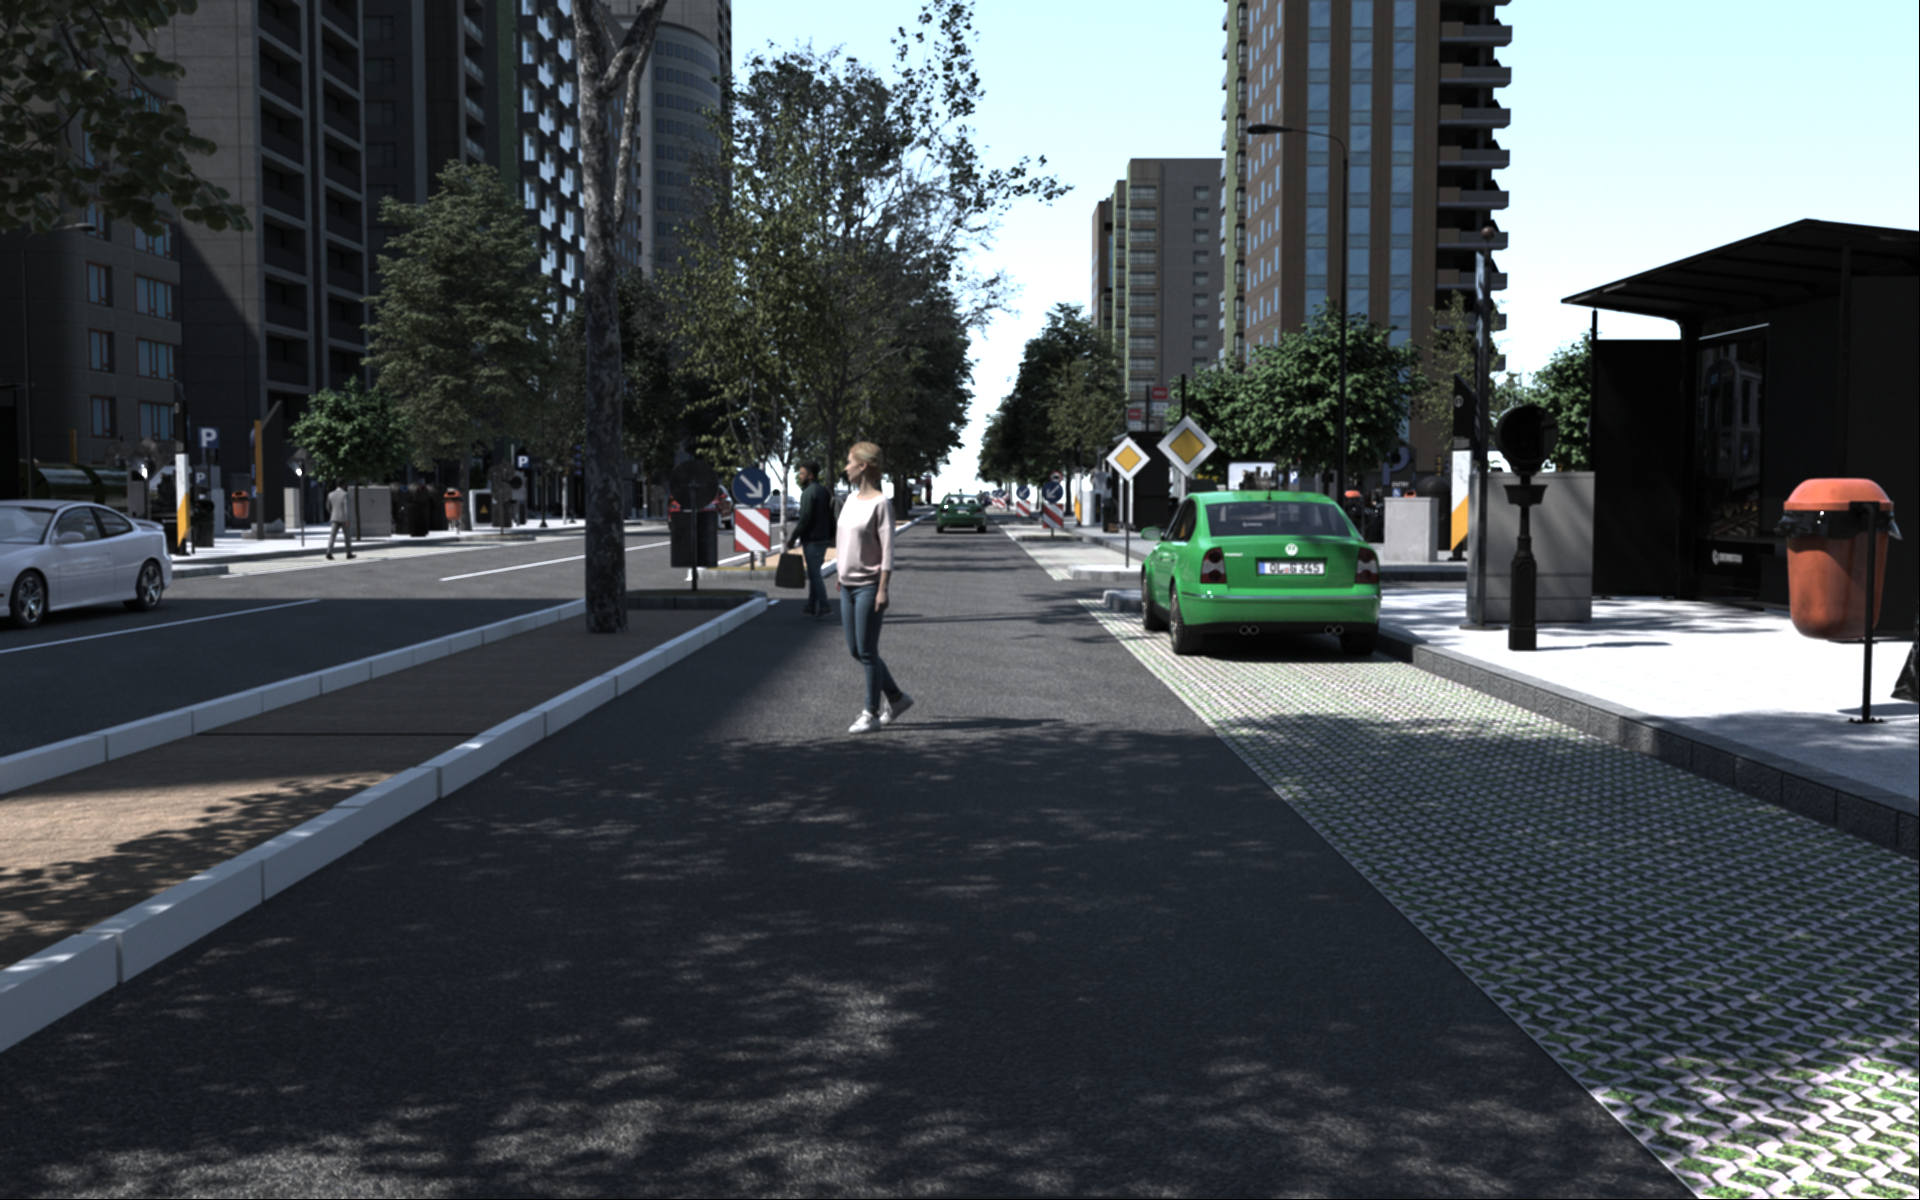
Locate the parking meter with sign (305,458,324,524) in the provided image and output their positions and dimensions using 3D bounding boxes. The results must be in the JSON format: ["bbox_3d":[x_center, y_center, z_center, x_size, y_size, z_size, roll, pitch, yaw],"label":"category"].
[{"bbox_3d":[-27.659,-4.775,74.330,0.543,3.016,1.738,0,4,-4],"label":"parking meter with sign"}]

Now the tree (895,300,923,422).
[{"bbox_3d":[-3.103,-6.219,54.505,4.737,8.622,4.395,0,3,0],"label":"tree"}]

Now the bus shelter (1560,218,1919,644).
[{"bbox_3d":[8.072,-1.627,17.892,1.731,3.624,6.357,0,4,0],"label":"bus shelter"}]

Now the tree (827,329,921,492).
[{"bbox_3d":[-3.601,-7.360,73.161,4.360,8.622,3.978,0,3,0],"label":"tree"}]

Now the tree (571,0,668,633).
[{"bbox_3d":[-2.438,-9.668,16.420,12.611,20.169,13.585,0,3,0],"label":"tree"}]

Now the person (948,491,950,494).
[{"bbox_3d":[-1.233,-11.885,202.752,0.705,1.831,1.348,3,5,44],"label":"person"}]

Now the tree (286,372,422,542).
[{"bbox_3d":[-16.346,-3.860,46.827,4.285,4.588,4.351,0,3,0],"label":"tree"}]

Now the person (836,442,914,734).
[{"bbox_3d":[-0.528,-0.083,10.534,0.598,1.740,0.731,-3,5,-43],"label":"person"}]

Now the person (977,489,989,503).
[{"bbox_3d":[1.633,-8.023,139.765,1.350,1.814,0.705,0,4,-1],"label":"person"}]

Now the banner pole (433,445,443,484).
[{"bbox_3d":[-25.906,-5.880,86.156,0.863,3.779,0.401,2,4,35],"label":"banner pole"}]

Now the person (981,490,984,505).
[{"bbox_3d":[2.176,-10.374,178.104,0.705,1.826,1.348,-2,4,-24],"label":"person"}]

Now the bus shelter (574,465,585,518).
[{"bbox_3d":[-19.449,-6.291,94.148,1.731,3.624,6.357,0,4,0],"label":"bus shelter"}]

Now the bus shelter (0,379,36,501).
[{"bbox_3d":[-20.404,-2.592,33.654,1.731,3.624,6.357,0,3,0],"label":"bus shelter"}]

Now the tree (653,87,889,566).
[{"bbox_3d":[-3.642,-4.807,31.419,4.737,8.622,4.395,0,3,0],"label":"tree"}]

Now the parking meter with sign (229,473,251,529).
[{"bbox_3d":[-26.707,-4.161,64.295,1.738,3.016,0.543,-2,4,-29],"label":"parking meter with sign"}]

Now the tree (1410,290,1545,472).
[{"bbox_3d":[18.178,-6.810,61.699,4.737,8.622,4.395,0,3,0],"label":"tree"}]

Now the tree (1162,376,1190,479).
[{"bbox_3d":[6.091,-3.412,39.499,4.285,4.588,4.351,0,3,0],"label":"tree"}]

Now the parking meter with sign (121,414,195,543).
[{"bbox_3d":[-17.797,-2.546,37.890,1.738,3.016,0.543,0,4,4],"label":"parking meter with sign"}]

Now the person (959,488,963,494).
[{"bbox_3d":[0.020,-5.743,102.735,0.374,1.781,0.599,1,4,15],"label":"person"}]

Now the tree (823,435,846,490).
[{"bbox_3d":[-15.391,-17.477,220.168,8.767,10.594,7.601,2,4,28],"label":"tree"}]

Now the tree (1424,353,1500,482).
[{"bbox_3d":[26.424,-8.653,91.833,4.360,8.622,3.978,0,3,0],"label":"tree"}]

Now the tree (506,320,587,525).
[{"bbox_3d":[-16.879,-7.484,72.726,4.360,8.622,3.978,0,3,0],"label":"tree"}]

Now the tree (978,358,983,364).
[{"bbox_3d":[-3.261,-11.171,91.763,9.857,13.997,8.962,0,3,0],"label":"tree"}]

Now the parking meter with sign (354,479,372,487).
[{"bbox_3d":[-27.257,-5.067,79.100,1.738,3.016,0.543,0,4,0],"label":"parking meter with sign"}]

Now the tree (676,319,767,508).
[{"bbox_3d":[-16.261,-13.204,122.534,9.857,13.997,8.962,0,3,0],"label":"tree"}]

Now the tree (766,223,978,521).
[{"bbox_3d":[-3.812,-10.480,80.459,9.857,13.997,8.962,0,3,0],"label":"tree"}]

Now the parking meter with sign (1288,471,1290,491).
[{"bbox_3d":[8.633,-2.899,43.658,1.738,3.016,0.543,-2,4,-31],"label":"parking meter with sign"}]

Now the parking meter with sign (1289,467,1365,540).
[{"bbox_3d":[9.055,-2.825,42.452,1.738,3.016,0.543,0,4,7],"label":"parking meter with sign"}]

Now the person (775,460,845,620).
[{"bbox_3d":[-1.709,-0.691,19.787,0.713,1.824,0.794,3,5,42],"label":"person"}]

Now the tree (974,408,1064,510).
[{"bbox_3d":[6.315,-14.345,168.949,8.767,10.594,7.601,-1,4,-20],"label":"tree"}]

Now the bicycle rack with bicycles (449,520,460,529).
[{"bbox_3d":[-19.440,-3.089,63.882,2.852,0.926,2.925,0,4,7],"label":"bicycle rack with bicycles"}]

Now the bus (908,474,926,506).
[{"bbox_3d":[-5.757,-13.630,214.403,2.896,3.916,12.252,0,4,1],"label":"bus"}]

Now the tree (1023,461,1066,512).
[{"bbox_3d":[6.262,-8.800,127.590,4.285,4.588,4.351,0,3,0],"label":"tree"}]

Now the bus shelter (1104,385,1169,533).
[{"bbox_3d":[6.644,-5.137,61.619,2.179,5.291,8.768,0,4,0],"label":"bus shelter"}]

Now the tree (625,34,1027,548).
[{"bbox_3d":[-3.444,-8.125,45.671,12.009,13.543,11.850,0,3,0],"label":"tree"}]

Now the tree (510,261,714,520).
[{"bbox_3d":[-16.897,-10.297,85.362,9.611,12.733,9.660,0,3,0],"label":"tree"}]

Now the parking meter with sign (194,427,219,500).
[{"bbox_3d":[-20.253,-3.038,45.939,1.738,3.016,0.543,3,5,44],"label":"parking meter with sign"}]

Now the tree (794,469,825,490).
[{"bbox_3d":[-15.810,-12.164,182.590,4.285,4.588,4.351,0,3,0],"label":"tree"}]

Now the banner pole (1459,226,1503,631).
[{"bbox_3d":[4.841,-1.596,16.110,0.401,3.779,0.863,2,4,26],"label":"banner pole"}]

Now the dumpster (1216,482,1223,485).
[{"bbox_3d":[7.733,-2.724,47.038,1.502,2.255,1.985,0,4,0],"label":"dumpster"}]

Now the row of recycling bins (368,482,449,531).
[{"bbox_3d":[-19.054,-3.213,59.641,1.069,1.692,3.534,2,4,25],"label":"row of recycling bins"}]

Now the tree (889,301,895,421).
[{"bbox_3d":[-3.723,-5.103,36.247,4.737,8.622,4.395,0,3,0],"label":"tree"}]

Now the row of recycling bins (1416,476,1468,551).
[{"bbox_3d":[12.091,-1.953,39.046,3.534,1.692,1.069,1,4,19],"label":"row of recycling bins"}]

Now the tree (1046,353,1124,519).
[{"bbox_3d":[6.180,-8.552,90.193,4.737,8.622,4.395,0,3,0],"label":"tree"}]

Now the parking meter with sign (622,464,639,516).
[{"bbox_3d":[-19.359,-6.342,99.948,0.543,3.016,1.738,3,5,42],"label":"parking meter with sign"}]

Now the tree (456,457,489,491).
[{"bbox_3d":[-24.821,-5.782,89.138,1.663,3.219,1.824,0,3,0],"label":"tree"}]

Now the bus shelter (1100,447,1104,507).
[{"bbox_3d":[7.401,-6.161,78.356,2.179,5.291,8.768,0,4,0],"label":"bus shelter"}]

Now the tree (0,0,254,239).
[{"bbox_3d":[-3.573,-5.116,4.226,7.486,12.596,7.792,0,3,0],"label":"tree"}]

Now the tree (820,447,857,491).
[{"bbox_3d":[-16.191,-20.543,252.880,9.611,12.733,9.660,0,3,0],"label":"tree"}]

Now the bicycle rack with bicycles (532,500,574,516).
[{"bbox_3d":[-24.589,-5.489,103.127,2.925,0.926,2.852,0,4,-4],"label":"bicycle rack with bicycles"}]

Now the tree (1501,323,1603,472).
[{"bbox_3d":[12.143,-3.037,33.376,4.285,4.588,4.351,0,3,0],"label":"tree"}]

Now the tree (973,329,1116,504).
[{"bbox_3d":[6.434,-12.267,117.574,9.611,12.733,9.660,0,3,0],"label":"tree"}]

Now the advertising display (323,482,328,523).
[{"bbox_3d":[-28.710,-4.463,78.188,0.123,1.923,0.974,-3,4,-36],"label":"advertising display"}]

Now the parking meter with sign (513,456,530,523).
[{"bbox_3d":[-19.735,-4.988,77.811,0.543,3.016,1.738,0,4,-5],"label":"parking meter with sign"}]

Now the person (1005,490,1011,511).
[{"bbox_3d":[3.597,-7.498,132.035,0.436,1.711,0.756,3,5,44],"label":"person"}]

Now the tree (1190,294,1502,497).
[{"bbox_3d":[6.167,-2.748,28.650,4.285,4.588,4.351,0,3,0],"label":"tree"}]

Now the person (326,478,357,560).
[{"bbox_3d":[-13.538,-1.774,37.785,0.678,1.792,0.850,1,4,15],"label":"person"}]
